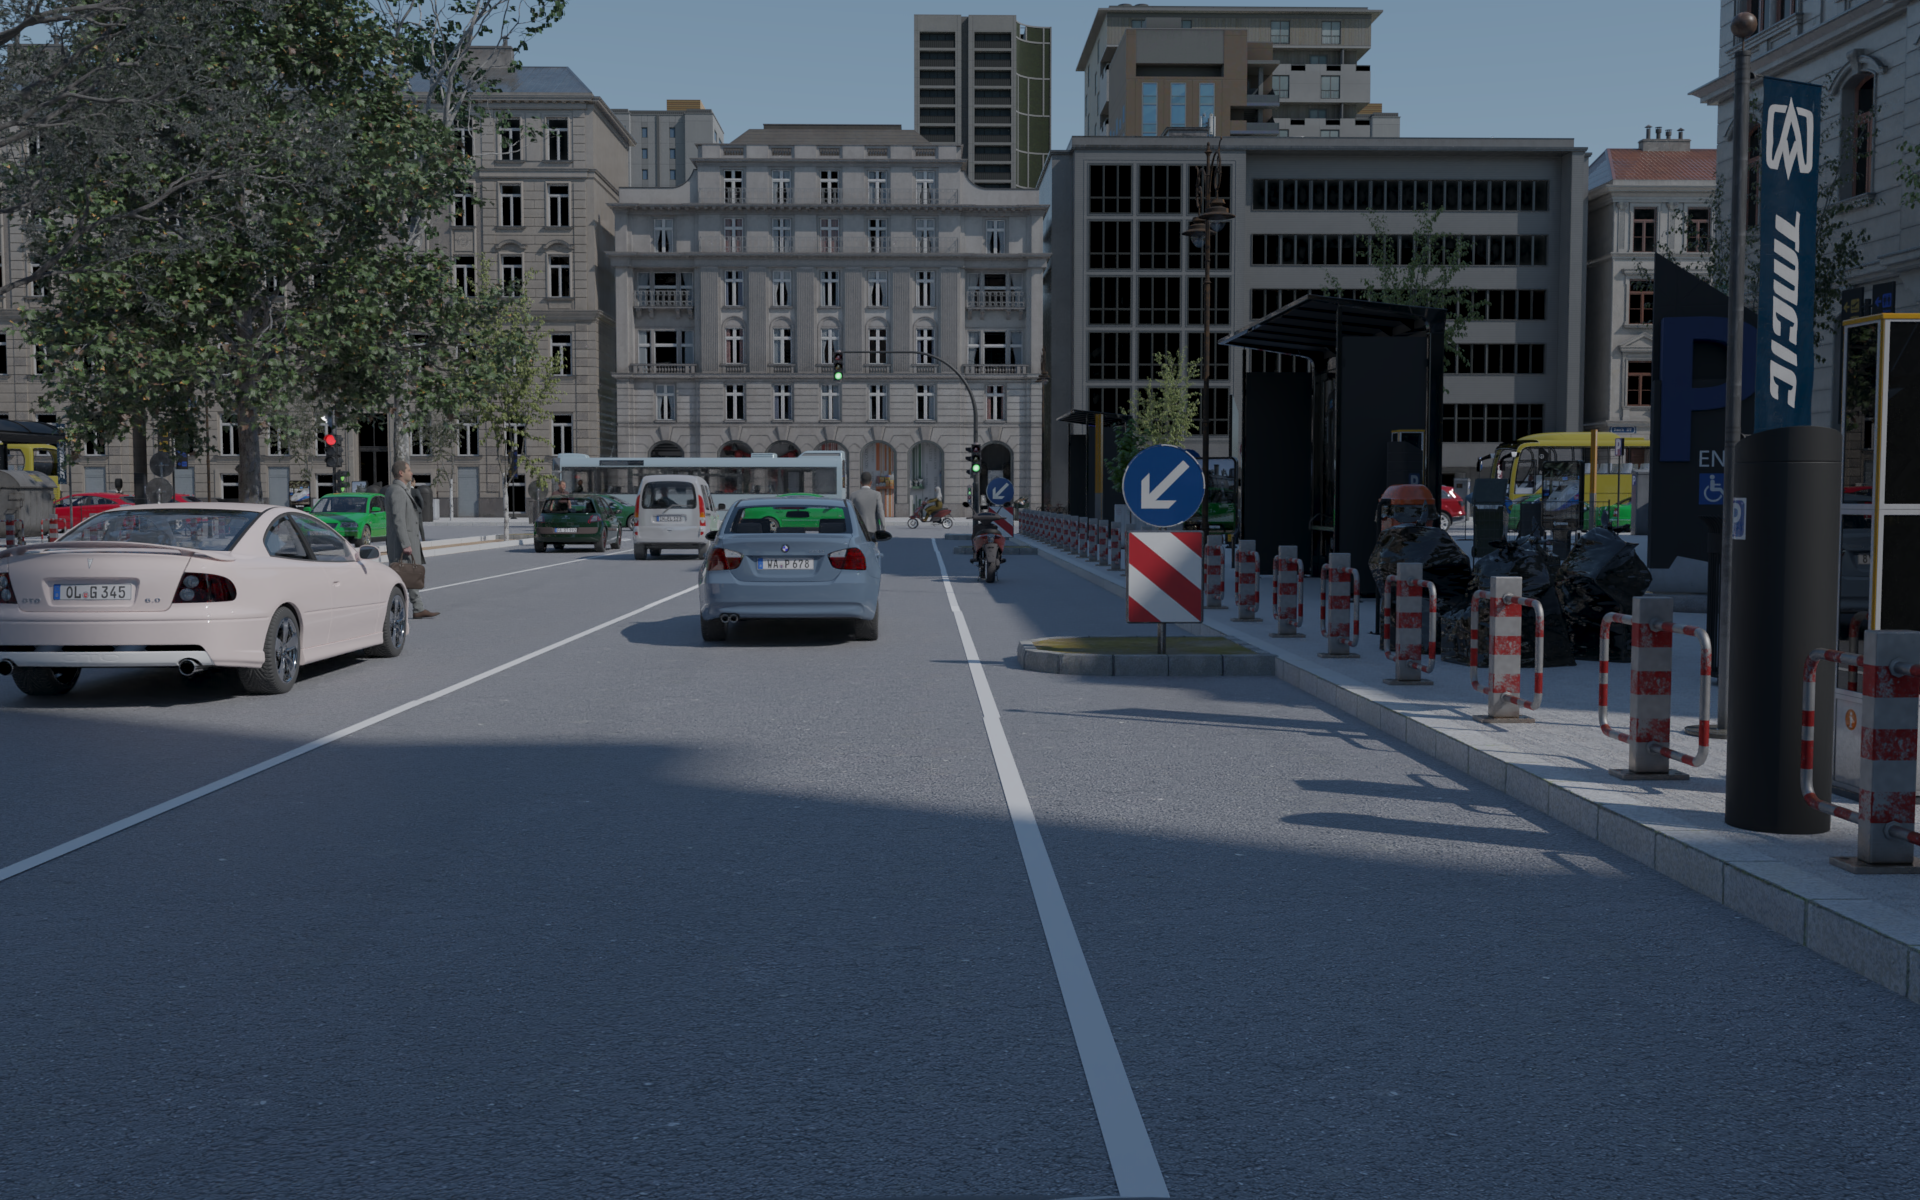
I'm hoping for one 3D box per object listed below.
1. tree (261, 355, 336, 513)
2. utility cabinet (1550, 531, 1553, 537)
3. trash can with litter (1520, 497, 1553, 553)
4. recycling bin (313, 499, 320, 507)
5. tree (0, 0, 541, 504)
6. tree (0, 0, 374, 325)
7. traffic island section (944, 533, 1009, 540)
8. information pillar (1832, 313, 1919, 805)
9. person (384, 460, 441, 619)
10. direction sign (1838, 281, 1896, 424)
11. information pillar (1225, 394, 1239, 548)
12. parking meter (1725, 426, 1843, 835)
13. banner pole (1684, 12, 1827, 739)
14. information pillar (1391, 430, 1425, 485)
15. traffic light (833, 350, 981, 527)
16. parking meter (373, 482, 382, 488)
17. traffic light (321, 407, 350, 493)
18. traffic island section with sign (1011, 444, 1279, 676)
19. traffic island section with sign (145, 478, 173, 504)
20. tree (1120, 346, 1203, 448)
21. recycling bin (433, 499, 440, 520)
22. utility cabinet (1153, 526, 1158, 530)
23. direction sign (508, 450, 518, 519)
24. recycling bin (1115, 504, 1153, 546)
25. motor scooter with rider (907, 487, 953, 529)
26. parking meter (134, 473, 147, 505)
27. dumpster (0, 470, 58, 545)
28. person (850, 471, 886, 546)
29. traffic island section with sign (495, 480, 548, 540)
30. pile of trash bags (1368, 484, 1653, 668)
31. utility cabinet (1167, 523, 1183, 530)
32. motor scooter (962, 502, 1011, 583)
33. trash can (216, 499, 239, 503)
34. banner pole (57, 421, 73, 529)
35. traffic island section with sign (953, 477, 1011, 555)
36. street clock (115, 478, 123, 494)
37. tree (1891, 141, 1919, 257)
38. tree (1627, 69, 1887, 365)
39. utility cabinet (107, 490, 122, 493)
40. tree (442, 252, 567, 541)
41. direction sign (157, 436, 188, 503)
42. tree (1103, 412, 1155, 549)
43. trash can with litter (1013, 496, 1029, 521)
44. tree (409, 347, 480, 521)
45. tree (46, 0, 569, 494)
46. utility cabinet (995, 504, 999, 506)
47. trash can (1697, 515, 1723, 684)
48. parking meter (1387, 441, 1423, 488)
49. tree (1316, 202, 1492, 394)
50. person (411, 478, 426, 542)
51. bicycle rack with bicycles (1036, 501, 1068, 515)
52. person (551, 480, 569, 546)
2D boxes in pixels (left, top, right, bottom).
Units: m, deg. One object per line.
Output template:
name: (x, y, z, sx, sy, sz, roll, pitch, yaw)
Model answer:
tree: (-33.009, -8.350, 86.884, 4.360, 8.622, 3.978, 0, 3, 0)
utility cabinet: (17.741, -2.471, 51.568, 0.306, 1.237, 1.020, 1, 4, 18)
trash can with litter: (13.011, -1.654, 38.095, 2.233, 1.210, 1.678, 1, 4, 12)
recycling bin: (-33.562, -4.805, 91.110, 0.722, 1.027, 0.722, 0, 4, -5)
tree: (-12.846, -6.829, 31.115, 9.611, 12.733, 9.660, 0, 3, 0)
tree: (-12.584, -6.564, 20.155, 12.009, 13.543, 11.850, 0, 3, 0)
traffic island section: (0.513, -2.019, 55.288, 2.009, 0.180, 2.903, 0, 4, -1)
information pillar: (3.881, -0.167, 7.227, 0.304, 2.012, 0.304, 0, 4, -1)
person: (-6.296, -0.677, 19.670, 0.767, 1.812, 0.694, -2, 4, -24)
direction sign: (9.872, -1.647, 18.928, 0.379, 3.537, 0.876, 0, 4, -7)
information pillar: (6.461, -3.035, 40.981, 0.183, 3.616, 0.504, 2, 4, 27)
parking meter: (3.162, 0.107, 6.656, 0.372, 1.533, 0.369, 0, 3, 0)
banner pole: (4.280, -1.175, 9.222, 0.863, 3.779, 0.401, -2, 4, -27)
information pillar: (5.142, -0.945, 19.941, 0.304, 2.012, 0.304, 0, 4, -1)
traffic light: (-1.616, -4.912, 54.982, 4.771, 5.953, 1.251, 0, 4, -1)
parking meter: (-27.472, -4.647, 81.684, 0.399, 1.863, 0.255, 0, 4, 0)
traffic light: (-19.732, -4.022, 54.678, 0.839, 4.253, 0.868, 0, 4, -1)
traffic island section with sign: (1.501, -0.364, 14.575, 1.989, 1.847, 2.006, 0, 4, -1)
traffic island section with sign: (-19.118, -1.974, 40.908, 1.989, 1.847, 2.006, 0, 4, -1)
tree: (10.269, -8.319, 86.381, 4.737, 8.622, 4.395, 0, 3, 0)
recycling bin: (-26.534, -4.541, 86.794, 0.722, 1.027, 0.722, 0, 4, -3)
utility cabinet: (4.576, -1.703, 36.525, 0.318, 1.500, 1.173, -3, 4, -36)
direction sign: (-22.836, -5.903, 88.508, 0.876, 3.537, 0.379, 3, 5, 44)
recycling bin: (4.255, -1.814, 42.219, 0.722, 1.027, 0.722, -3, 5, -42)
motor scooter with rider: (-1.183, -3.823, 71.471, 1.986, 1.779, 0.876, 0, 4, 0)
parking meter: (-22.869, -2.609, 48.363, 0.255, 1.863, 0.399, -1, 4, -14)
dumpster: (-22.930, -2.216, 41.988, 1.264, 1.857, 1.865, 0, 4, -1)
person: (-1.506, -1.152, 27.616, 0.678, 1.792, 0.850, 0, 4, 2)
traffic island section with sign: (-13.578, -2.878, 55.192, 2.006, 1.907, 1.989, 0, 4, -1)
pile of trash bags: (4.317, -0.289, 14.483, 1.912, 1.369, 3.447, -1, 4, -11)
utility cabinet: (3.841, -1.228, 31.244, 0.306, 1.237, 1.020, 0, 4, 1)
motor scooter: (0.451, -0.968, 28.609, 0.815, 1.314, 1.986, 0, 4, -3)
trash can: (-22.279, -2.516, 52.791, 0.748, 1.137, 0.748, 0, 3, 0)
banner pole: (-27.930, -3.918, 54.076, 0.401, 3.779, 0.863, 0, 4, 6)
traffic island section with sign: (0.835, -2.032, 41.851, 1.989, 1.847, 2.006, 0, 4, -1)
street clock: (-38.612, -4.585, 79.536, 0.358, 2.002, 0.471, -1, 4, -11)
tree: (14.509, -4.378, 21.949, 4.737, 8.622, 4.395, 0, 3, 0)
tree: (14.356, -4.921, 30.820, 4.360, 8.622, 3.978, 0, 3, 0)
utility cabinet: (-43.551, -4.926, 89.219, 1.173, 1.500, 0.318, 3, 5, 44)
tree: (-13.563, -6.034, 51.474, 4.737, 8.622, 4.395, 0, 3, 0)
direction sign: (-24.869, -3.839, 54.769, 0.876, 3.537, 0.379, -1, 4, -12)
tree: (3.904, -2.801, 40.393, 1.663, 3.219, 1.824, 0, 3, 0)
trash can with litter: (3.007, -4.646, 87.349, 0.624, 1.170, 1.055, -3, 5, -41)
tree: (-24.922, -8.163, 83.825, 4.360, 8.622, 3.978, 0, 3, 0)
tree: (-14.676, -11.235, 42.037, 12.611, 20.169, 13.585, 0, 3, 0)
utility cabinet: (1.995, -4.690, 85.358, 0.318, 1.500, 1.173, 0, 4, -8)
trash can: (5.321, 0.005, 11.579, 0.748, 1.137, 0.748, 0, 3, 0)
parking meter: (4.984, -0.839, 19.432, 0.399, 1.863, 0.255, -3, 5, -44)
tree: (10.982, -5.674, 43.137, 4.737, 8.622, 4.395, 0, 3, 0)
person: (-15.677, -2.564, 49.787, 0.648, 1.900, 0.474, 0, 4, 1)
bicycle rack with bicycles: (5.250, -4.725, 90.632, 2.925, 0.926, 2.852, -1, 4, -10)
person: (-11.011, -2.393, 47.756, 0.598, 1.807, 0.434, -1, 4, -20)
